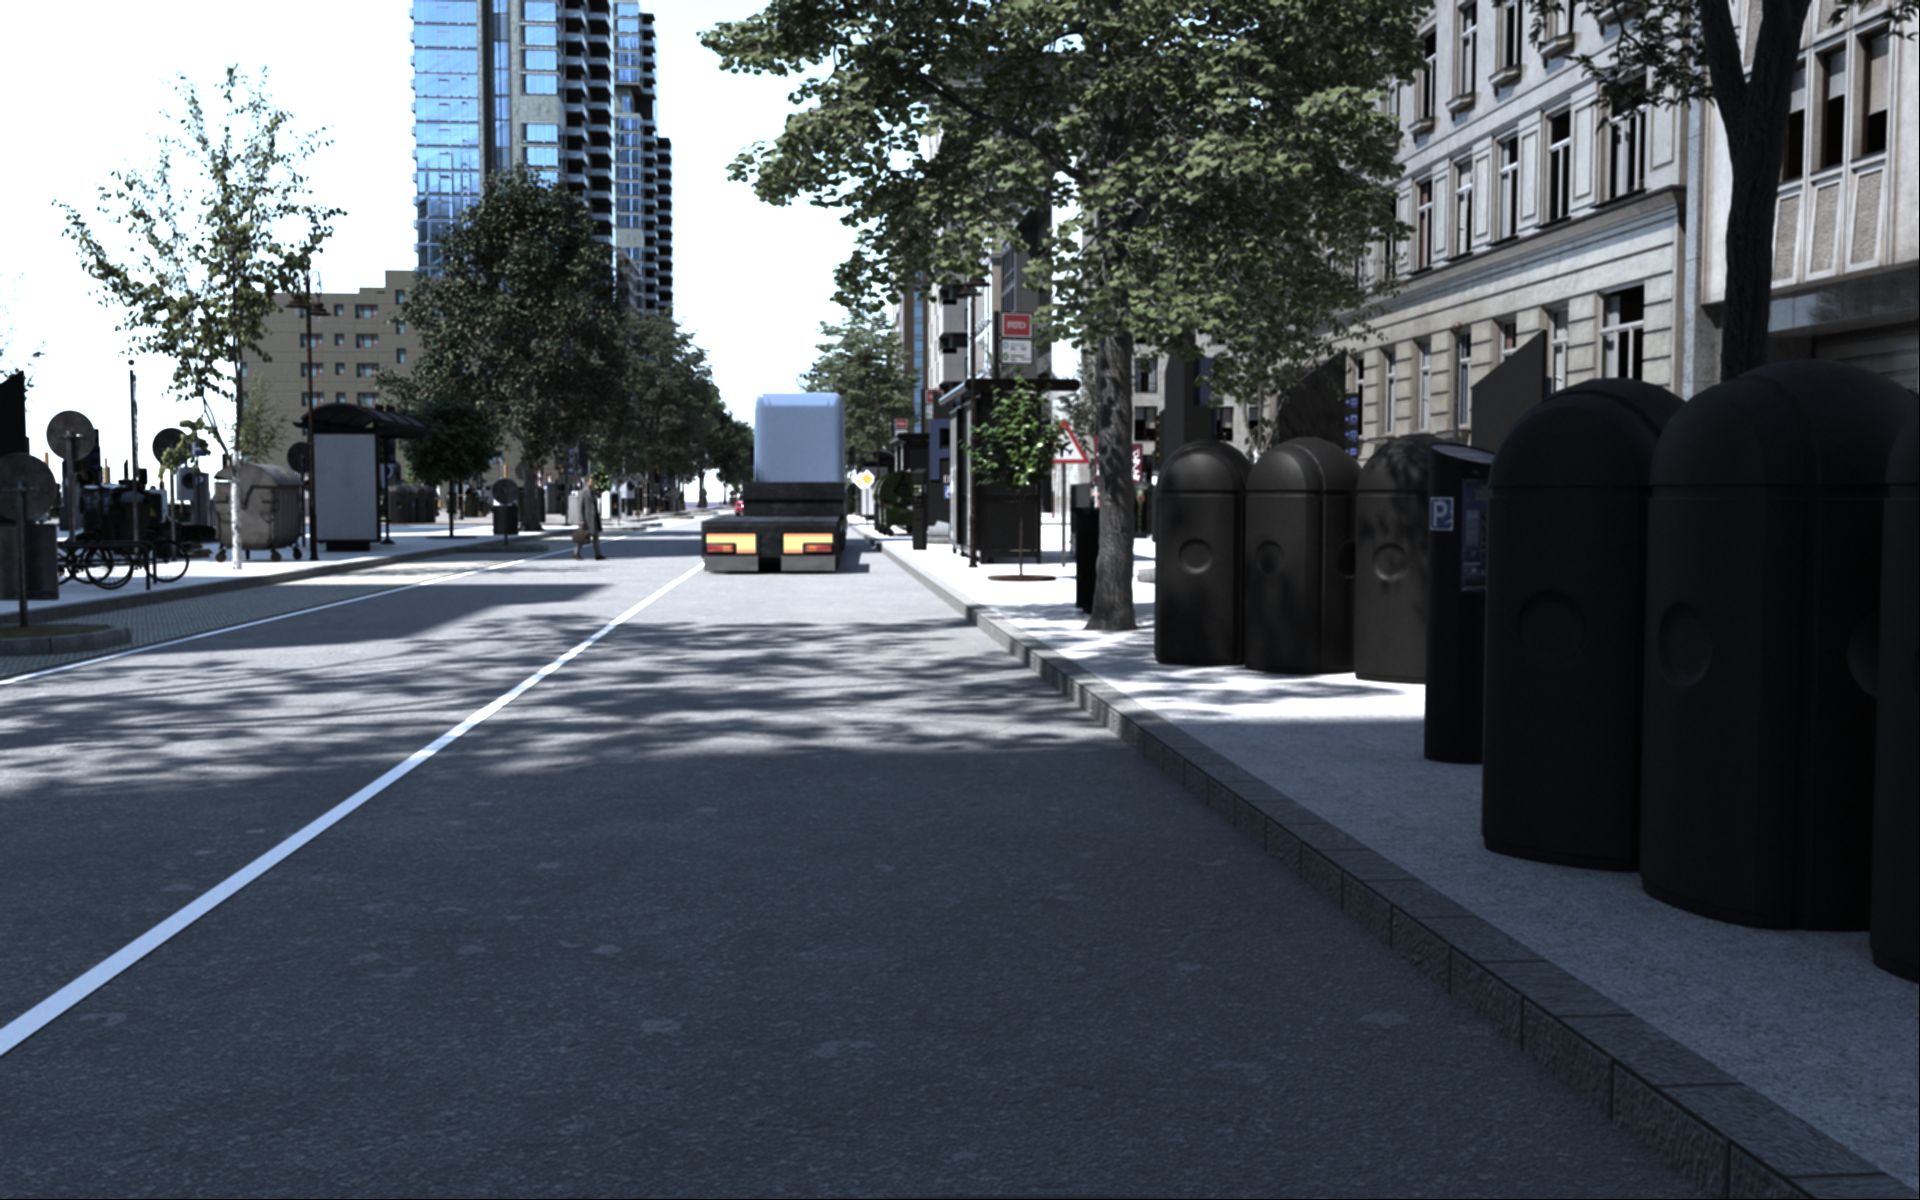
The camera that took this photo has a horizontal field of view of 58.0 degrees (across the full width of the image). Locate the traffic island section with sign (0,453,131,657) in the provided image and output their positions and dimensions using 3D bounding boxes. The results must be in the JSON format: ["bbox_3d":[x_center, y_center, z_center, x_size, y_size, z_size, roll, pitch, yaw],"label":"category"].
[{"bbox_3d":[-8.900,-0.452,16.025,1.989,1.847,2.006,0,4,-5],"label":"traffic island section with sign"}]

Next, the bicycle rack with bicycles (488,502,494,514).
[{"bbox_3d":[-30.943,-6.086,112.889,2.852,0.926,2.925,2,4,33],"label":"bicycle rack with bicycles"}]

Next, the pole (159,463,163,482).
[{"bbox_3d":[-47.250,-6.647,102.519,0.158,3.312,0.155,0,3,0],"label":"pole"}]

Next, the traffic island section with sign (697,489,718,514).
[{"bbox_3d":[-18.658,-7.188,126.158,1.989,1.847,2.006,0,4,-5],"label":"traffic island section with sign"}]

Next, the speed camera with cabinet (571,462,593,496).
[{"bbox_3d":[-20.473,-6.087,93.852,0.660,3.252,2.038,-2,4,-31],"label":"speed camera with cabinet"}]

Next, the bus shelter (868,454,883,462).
[{"bbox_3d":[-3.611,-6.834,89.360,2.179,5.291,8.768,0,4,-5],"label":"bus shelter"}]

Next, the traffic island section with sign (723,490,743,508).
[{"bbox_3d":[-23.100,-10.260,176.378,1.989,1.847,2.006,0,4,-5],"label":"traffic island section with sign"}]

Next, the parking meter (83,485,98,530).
[{"bbox_3d":[-23.250,-2.323,46.391,0.372,1.533,0.369,0,3,0],"label":"parking meter"}]

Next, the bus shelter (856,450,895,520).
[{"bbox_3d":[-3.891,-5.389,82.027,2.014,3.302,5.546,0,4,-5],"label":"bus shelter"}]

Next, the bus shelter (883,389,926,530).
[{"bbox_3d":[-1.462,-5.273,63.849,2.179,5.291,8.768,0,4,-5],"label":"bus shelter"}]

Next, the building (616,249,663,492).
[{"bbox_3d":[-60.467,-34.432,254.843,32.217,40.220,23.993,0,4,-5],"label":"building"}]

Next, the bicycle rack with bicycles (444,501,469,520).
[{"bbox_3d":[-25.665,-4.444,86.046,2.852,0.926,2.925,0,4,-6],"label":"bicycle rack with bicycles"}]

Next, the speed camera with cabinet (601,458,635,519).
[{"bbox_3d":[-18.081,-5.951,91.634,0.660,3.252,2.038,2,4,30],"label":"speed camera with cabinet"}]

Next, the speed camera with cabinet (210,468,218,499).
[{"bbox_3d":[-55.596,-8.197,128.353,0.660,3.252,2.038,3,5,41],"label":"speed camera with cabinet"}]

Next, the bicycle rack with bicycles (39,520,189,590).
[{"bbox_3d":[-12.215,-0.632,23.714,2.925,0.926,2.852,-1,4,-21],"label":"bicycle rack with bicycles"}]

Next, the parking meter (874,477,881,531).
[{"bbox_3d":[-2.804,-3.371,60.820,0.399,1.863,0.255,-1,4,-14],"label":"parking meter"}]

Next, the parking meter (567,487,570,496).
[{"bbox_3d":[-32.314,-8.369,142.544,0.399,1.863,0.255,3,5,45],"label":"parking meter"}]

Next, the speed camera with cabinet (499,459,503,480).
[{"bbox_3d":[-25.690,-6.329,97.808,0.660,3.252,2.038,-1,4,-13],"label":"speed camera with cabinet"}]

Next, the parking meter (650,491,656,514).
[{"bbox_3d":[-19.714,-6.212,109.970,0.372,1.533,0.369,0,3,0],"label":"parking meter"}]

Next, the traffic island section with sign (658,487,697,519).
[{"bbox_3d":[-16.279,-5.546,99.307,1.989,1.847,2.006,0,4,-5],"label":"traffic island section with sign"}]

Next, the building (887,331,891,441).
[{"bbox_3d":[-6.010,-32.641,305.376,14.160,30.474,14.107,0,4,-5],"label":"building"}]

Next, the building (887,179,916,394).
[{"bbox_3d":[2.749,-42.515,284.362,28.713,52.752,27.495,0,4,-5],"label":"building"}]

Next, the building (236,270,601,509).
[{"bbox_3d":[-49.385,-19.486,163.640,27.650,21.520,28.899,0,4,-5],"label":"building"}]

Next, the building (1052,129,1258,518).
[{"bbox_3d":[14.120,-14.666,94.539,16.860,20.320,10.420,0,4,-5],"label":"building"}]

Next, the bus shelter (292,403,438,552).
[{"bbox_3d":[-13.989,-2.888,41.138,2.014,3.302,5.546,0,4,-5],"label":"bus shelter"}]

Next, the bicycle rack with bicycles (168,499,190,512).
[{"bbox_3d":[-38.739,-4.217,82.336,2.852,0.926,2.925,1,4,19],"label":"bicycle rack with bicycles"}]

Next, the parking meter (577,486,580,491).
[{"bbox_3d":[-28.930,-7.708,131.743,0.399,1.863,0.255,-3,5,-45],"label":"parking meter"}]

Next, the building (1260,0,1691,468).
[{"bbox_3d":[18.635,-12.950,45.014,16.112,22.955,30.059,0,4,-5],"label":"building"}]

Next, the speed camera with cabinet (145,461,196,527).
[{"bbox_3d":[-26.673,-3.908,58.234,2.038,3.252,0.660,-3,5,-39],"label":"speed camera with cabinet"}]

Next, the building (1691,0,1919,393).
[{"bbox_3d":[19.263,-12.344,19.848,12.078,24.808,19.932,0,4,-5],"label":"building"}]

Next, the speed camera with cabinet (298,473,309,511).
[{"bbox_3d":[-34.356,-5.833,89.699,2.038,3.252,0.660,0,4,1],"label":"speed camera with cabinet"}]

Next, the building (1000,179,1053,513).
[{"bbox_3d":[11.305,-18.347,119.042,14.314,24.678,30.058,0,4,-5],"label":"building"}]

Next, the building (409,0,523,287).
[{"bbox_3d":[-48.866,-53.770,191.814,22.319,86.520,31.000,0,4,-5],"label":"building"}]

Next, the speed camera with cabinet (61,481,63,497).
[{"bbox_3d":[-60.054,-7.534,117.523,0.660,3.252,2.038,1,4,12],"label":"speed camera with cabinet"}]

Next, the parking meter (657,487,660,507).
[{"bbox_3d":[-25.722,-8.709,148.096,0.255,1.863,0.399,0,4,1],"label":"parking meter"}]

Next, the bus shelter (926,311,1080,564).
[{"bbox_3d":[0.767,-3.554,35.737,2.179,5.291,8.768,0,4,-5],"label":"bus shelter"}]

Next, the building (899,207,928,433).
[{"bbox_3d":[-2.038,-37.503,263.277,14.600,45.320,14.200,0,4,-5],"label":"building"}]

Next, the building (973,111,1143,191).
[{"bbox_3d":[14.402,-29.819,179.426,32.217,40.220,23.993,0,4,-5],"label":"building"}]

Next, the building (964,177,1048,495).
[{"bbox_3d":[7.719,-21.892,143.838,13.634,28.700,20.117,0,4,-5],"label":"building"}]

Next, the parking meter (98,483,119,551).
[{"bbox_3d":[-19.265,-1.890,39.316,0.372,1.533,0.369,0,3,0],"label":"parking meter"}]

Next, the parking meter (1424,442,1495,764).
[{"bbox_3d":[2.443,0.003,8.357,0.372,1.533,0.369,0,3,0],"label":"parking meter"}]

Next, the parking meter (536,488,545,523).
[{"bbox_3d":[-18.836,-4.247,77.849,0.372,1.533,0.369,0,3,0],"label":"parking meter"}]

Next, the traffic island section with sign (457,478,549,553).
[{"bbox_3d":[-11.269,-2.095,42.876,1.989,1.847,2.006,0,4,-5],"label":"traffic island section with sign"}]

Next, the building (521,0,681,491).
[{"bbox_3d":[-56.836,-59.306,282.316,22.319,86.520,31.000,0,4,-5],"label":"building"}]

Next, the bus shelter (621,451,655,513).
[{"bbox_3d":[-23.014,-8.873,122.699,2.179,5.291,8.768,0,4,-5],"label":"bus shelter"}]

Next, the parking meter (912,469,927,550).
[{"bbox_3d":[-0.926,-2.079,39.711,0.255,1.863,0.399,1,4,15],"label":"parking meter"}]

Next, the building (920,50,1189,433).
[{"bbox_3d":[10.514,-37.636,204.590,28.713,52.752,27.495,0,4,-5],"label":"building"}]
